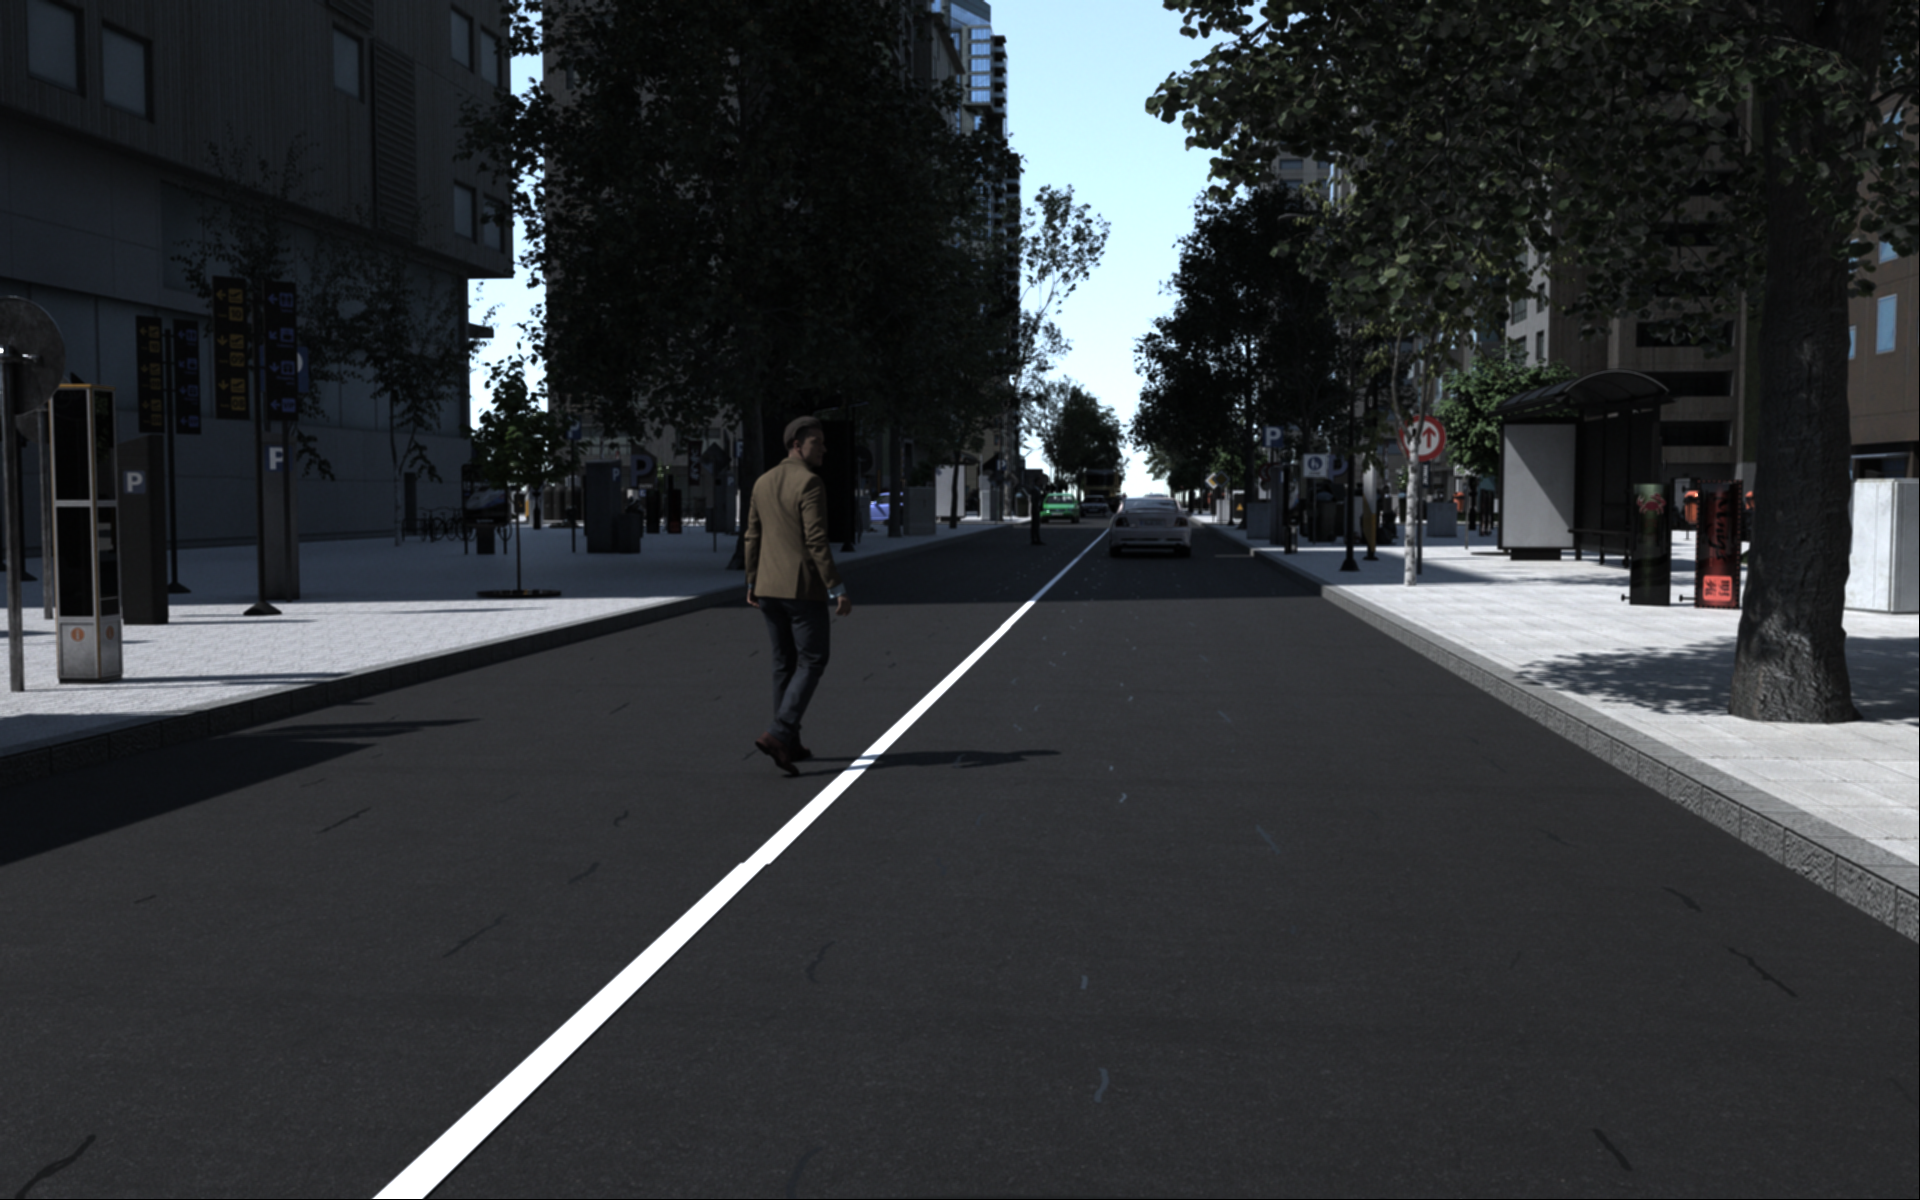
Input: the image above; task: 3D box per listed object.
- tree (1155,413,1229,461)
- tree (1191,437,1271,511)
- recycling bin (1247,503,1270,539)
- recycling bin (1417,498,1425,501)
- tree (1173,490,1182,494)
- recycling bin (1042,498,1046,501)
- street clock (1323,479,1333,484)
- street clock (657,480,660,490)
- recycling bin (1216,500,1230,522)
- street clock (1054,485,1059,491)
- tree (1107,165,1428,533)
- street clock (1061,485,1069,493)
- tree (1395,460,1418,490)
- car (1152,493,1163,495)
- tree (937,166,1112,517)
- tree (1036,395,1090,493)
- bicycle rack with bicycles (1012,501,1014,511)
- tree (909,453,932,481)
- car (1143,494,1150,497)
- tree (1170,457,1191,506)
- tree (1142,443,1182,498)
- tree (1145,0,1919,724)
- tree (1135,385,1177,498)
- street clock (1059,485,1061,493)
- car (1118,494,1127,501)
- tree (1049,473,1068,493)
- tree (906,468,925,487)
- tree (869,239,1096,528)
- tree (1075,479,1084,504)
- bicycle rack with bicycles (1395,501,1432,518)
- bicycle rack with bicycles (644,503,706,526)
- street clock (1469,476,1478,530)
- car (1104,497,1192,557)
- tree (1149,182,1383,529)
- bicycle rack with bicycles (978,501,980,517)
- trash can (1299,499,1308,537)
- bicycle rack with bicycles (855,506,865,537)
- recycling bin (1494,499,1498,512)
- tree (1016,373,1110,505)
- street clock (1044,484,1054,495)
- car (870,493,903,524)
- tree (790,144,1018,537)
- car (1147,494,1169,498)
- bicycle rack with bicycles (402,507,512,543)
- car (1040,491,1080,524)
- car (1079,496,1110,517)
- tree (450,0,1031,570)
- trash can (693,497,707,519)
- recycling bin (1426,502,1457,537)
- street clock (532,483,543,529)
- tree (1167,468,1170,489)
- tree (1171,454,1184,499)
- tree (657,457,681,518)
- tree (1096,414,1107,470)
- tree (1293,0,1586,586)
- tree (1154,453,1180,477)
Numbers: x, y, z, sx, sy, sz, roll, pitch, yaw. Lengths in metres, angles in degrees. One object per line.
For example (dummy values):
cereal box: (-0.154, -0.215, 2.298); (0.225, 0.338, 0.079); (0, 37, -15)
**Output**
tree: (22.853, -15.872, 169.883); (12.009, 13.543, 11.850); (0, 3, 0)
tree: (13.776, -6.228, 85.540); (4.285, 4.588, 4.351); (0, 3, 0)
recycling bin: (8.630, -2.253, 49.386); (0.722, 1.027, 0.722); (2, 4, 30)
recycling bin: (32.956, -6.829, 124.202); (0.722, 1.027, 0.722); (1, 4, 21)
tree: (30.306, -15.202, 243.159); (1.663, 3.219, 1.824); (0, 3, 0)
recycling bin: (6.426, -7.327, 132.344); (0.722, 1.027, 0.722); (1, 4, 11)
street clock: (17.722, -4.831, 83.561); (0.471, 2.002, 0.358); (2, 4, 29)
street clock: (-15.801, -5.230, 90.077); (0.358, 2.002, 0.471); (-3, 4, -36)
recycling bin: (12.165, -4.097, 79.546); (0.722, 1.027, 0.722); (1, 4, 13)
street clock: (7.316, -8.070, 136.518); (0.471, 2.002, 0.358); (-1, 4, -10)
tree: (9.813, -7.031, 49.375); (7.601, 10.594, 8.767); (3, 4, 36)
street clock: (8.365, -8.060, 136.348); (0.358, 2.002, 0.471); (2, 4, 24)
tree: (25.054, -6.252, 96.820); (1.663, 3.219, 1.824); (0, 3, 0)
car: (22.245, -11.384, 195.165); (2.155, 1.783, 4.494); (0, 4, 6)
tree: (1.395, -14.832, 98.386); (12.611, 20.169, 13.585); (0, 3, 0)
tree: (7.344, -10.906, 128.678); (4.360, 8.622, 3.978); (0, 3, 0)
bicycle rack with bicycles: (5.119, -8.475, 151.955); (2.852, 0.926, 2.925); (2, 4, 32)
tree: (-2.291, -9.401, 137.413); (4.285, 4.588, 4.351); (0, 3, 0)
car: (33.523, -18.236, 308.384); (2.015, 1.641, 3.980); (0, 4, 8)
tree: (18.473, -8.925, 129.635); (4.285, 4.588, 4.351); (0, 3, 0)
tree: (28.908, -19.545, 237.695); (7.486, 12.596, 7.792); (0, 3, 0)
tree: (4.719, -6.300, 9.665); (9.857, 13.997, 8.962); (0, 3, 0)
tree: (31.190, -24.318, 253.481); (12.611, 20.169, 13.585); (0, 3, 0)
street clock: (7.972, -8.140, 137.662); (0.471, 2.002, 0.358); (-1, 4, -11)
car: (29.069, -18.483, 311.228); (2.155, 1.783, 4.494); (0, 4, 5)
tree: (7.839, -8.959, 141.074); (1.663, 3.219, 1.824); (0, 3, 0)
tree: (-3.366, -8.174, 128.248); (1.663, 3.219, 1.824); (0, 3, 0)
tree: (-0.235, -7.927, 64.012); (8.767, 10.594, 7.601); (-1, 4, -8)
tree: (18.108, -15.835, 242.623); (4.285, 4.588, 4.351); (0, 3, 0)
bicycle rack with bicycles: (24.780, -4.915, 93.737); (2.852, 0.926, 2.925); (-3, 5, -44)
bicycle rack with bicycles: (-11.847, -3.409, 69.127); (2.925, 0.926, 2.852); (3, 5, 44)
street clock: (18.211, -3.482, 61.508); (0.358, 2.002, 0.471); (-1, 4, -17)
car: (4.455, -1.745, 40.892); (2.083, 1.381, 4.827); (0, 4, 5)
tree: (10.473, -8.922, 62.890); (9.611, 12.733, 9.660); (0, 3, 0)
bicycle rack with bicycles: (0.703, -5.040, 95.783); (2.852, 0.926, 2.925); (1, 4, 10)
trash can: (10.471, -2.459, 51.858); (0.748, 1.137, 0.748); (0, 3, 0)
bicycle rack with bicycles: (-4.163, -2.367, 52.082); (2.852, 0.926, 2.925); (0, 4, -8)
recycling bin: (27.562, -4.680, 89.079); (0.722, 1.027, 0.722); (1, 4, 12)
tree: (8.624, -13.709, 149.899); (9.928, 11.665, 9.643); (0, 3, 0)
street clock: (6.346, -7.387, 125.350); (0.471, 2.002, 0.358); (-1, 4, -13)
car: (-3.218, -4.147, 77.392); (3.694, 1.707, 1.945); (0, 4, 4)
tree: (-2.345, -8.151, 51.402); (7.486, 12.596, 7.792); (0, 3, 0)
car: (12.094, -5.750, 106.022); (2.014, 1.417, 4.499); (0, 4, 5)
bicycle rack with bicycles: (-13.932, -2.075, 47.309); (2.852, 0.926, 2.925); (-3, 5, -41)
car: (4.923, -4.673, 85.198); (1.959, 1.807, 4.718); (0, 4, 7)
car: (8.455, -5.899, 109.031); (1.945, 1.354, 3.894); (0, 4, 6)
tree: (-3.600, -6.875, 29.408); (9.611, 12.733, 9.660); (0, 3, 0)
trash can: (-13.446, -4.768, 89.607); (0.748, 1.137, 0.748); (0, 3, 0)
recycling bin: (14.462, -2.411, 51.980); (0.722, 1.027, 0.722); (0, 4, -3)
street clock: (-15.353, -3.562, 62.809); (0.471, 2.002, 0.358); (2, 4, 25)
tree: (18.324, -9.408, 137.537); (4.285, 4.588, 4.351); (0, 3, 0)
tree: (26.964, -15.774, 208.260); (4.360, 8.622, 3.978); (0, 3, 0)
tree: (-15.896, -5.938, 91.690); (1.663, 3.219, 1.824); (0, 3, 0)
tree: (12.736, -15.458, 187.155); (8.767, 10.594, 7.601); (-1, 4, -15)
tree: (6.479, -4.510, 24.093); (4.737, 8.622, 4.395); (0, 3, 0)
tree: (35.682, -22.165, 288.149); (9.928, 11.665, 9.643); (0, 3, 0)
